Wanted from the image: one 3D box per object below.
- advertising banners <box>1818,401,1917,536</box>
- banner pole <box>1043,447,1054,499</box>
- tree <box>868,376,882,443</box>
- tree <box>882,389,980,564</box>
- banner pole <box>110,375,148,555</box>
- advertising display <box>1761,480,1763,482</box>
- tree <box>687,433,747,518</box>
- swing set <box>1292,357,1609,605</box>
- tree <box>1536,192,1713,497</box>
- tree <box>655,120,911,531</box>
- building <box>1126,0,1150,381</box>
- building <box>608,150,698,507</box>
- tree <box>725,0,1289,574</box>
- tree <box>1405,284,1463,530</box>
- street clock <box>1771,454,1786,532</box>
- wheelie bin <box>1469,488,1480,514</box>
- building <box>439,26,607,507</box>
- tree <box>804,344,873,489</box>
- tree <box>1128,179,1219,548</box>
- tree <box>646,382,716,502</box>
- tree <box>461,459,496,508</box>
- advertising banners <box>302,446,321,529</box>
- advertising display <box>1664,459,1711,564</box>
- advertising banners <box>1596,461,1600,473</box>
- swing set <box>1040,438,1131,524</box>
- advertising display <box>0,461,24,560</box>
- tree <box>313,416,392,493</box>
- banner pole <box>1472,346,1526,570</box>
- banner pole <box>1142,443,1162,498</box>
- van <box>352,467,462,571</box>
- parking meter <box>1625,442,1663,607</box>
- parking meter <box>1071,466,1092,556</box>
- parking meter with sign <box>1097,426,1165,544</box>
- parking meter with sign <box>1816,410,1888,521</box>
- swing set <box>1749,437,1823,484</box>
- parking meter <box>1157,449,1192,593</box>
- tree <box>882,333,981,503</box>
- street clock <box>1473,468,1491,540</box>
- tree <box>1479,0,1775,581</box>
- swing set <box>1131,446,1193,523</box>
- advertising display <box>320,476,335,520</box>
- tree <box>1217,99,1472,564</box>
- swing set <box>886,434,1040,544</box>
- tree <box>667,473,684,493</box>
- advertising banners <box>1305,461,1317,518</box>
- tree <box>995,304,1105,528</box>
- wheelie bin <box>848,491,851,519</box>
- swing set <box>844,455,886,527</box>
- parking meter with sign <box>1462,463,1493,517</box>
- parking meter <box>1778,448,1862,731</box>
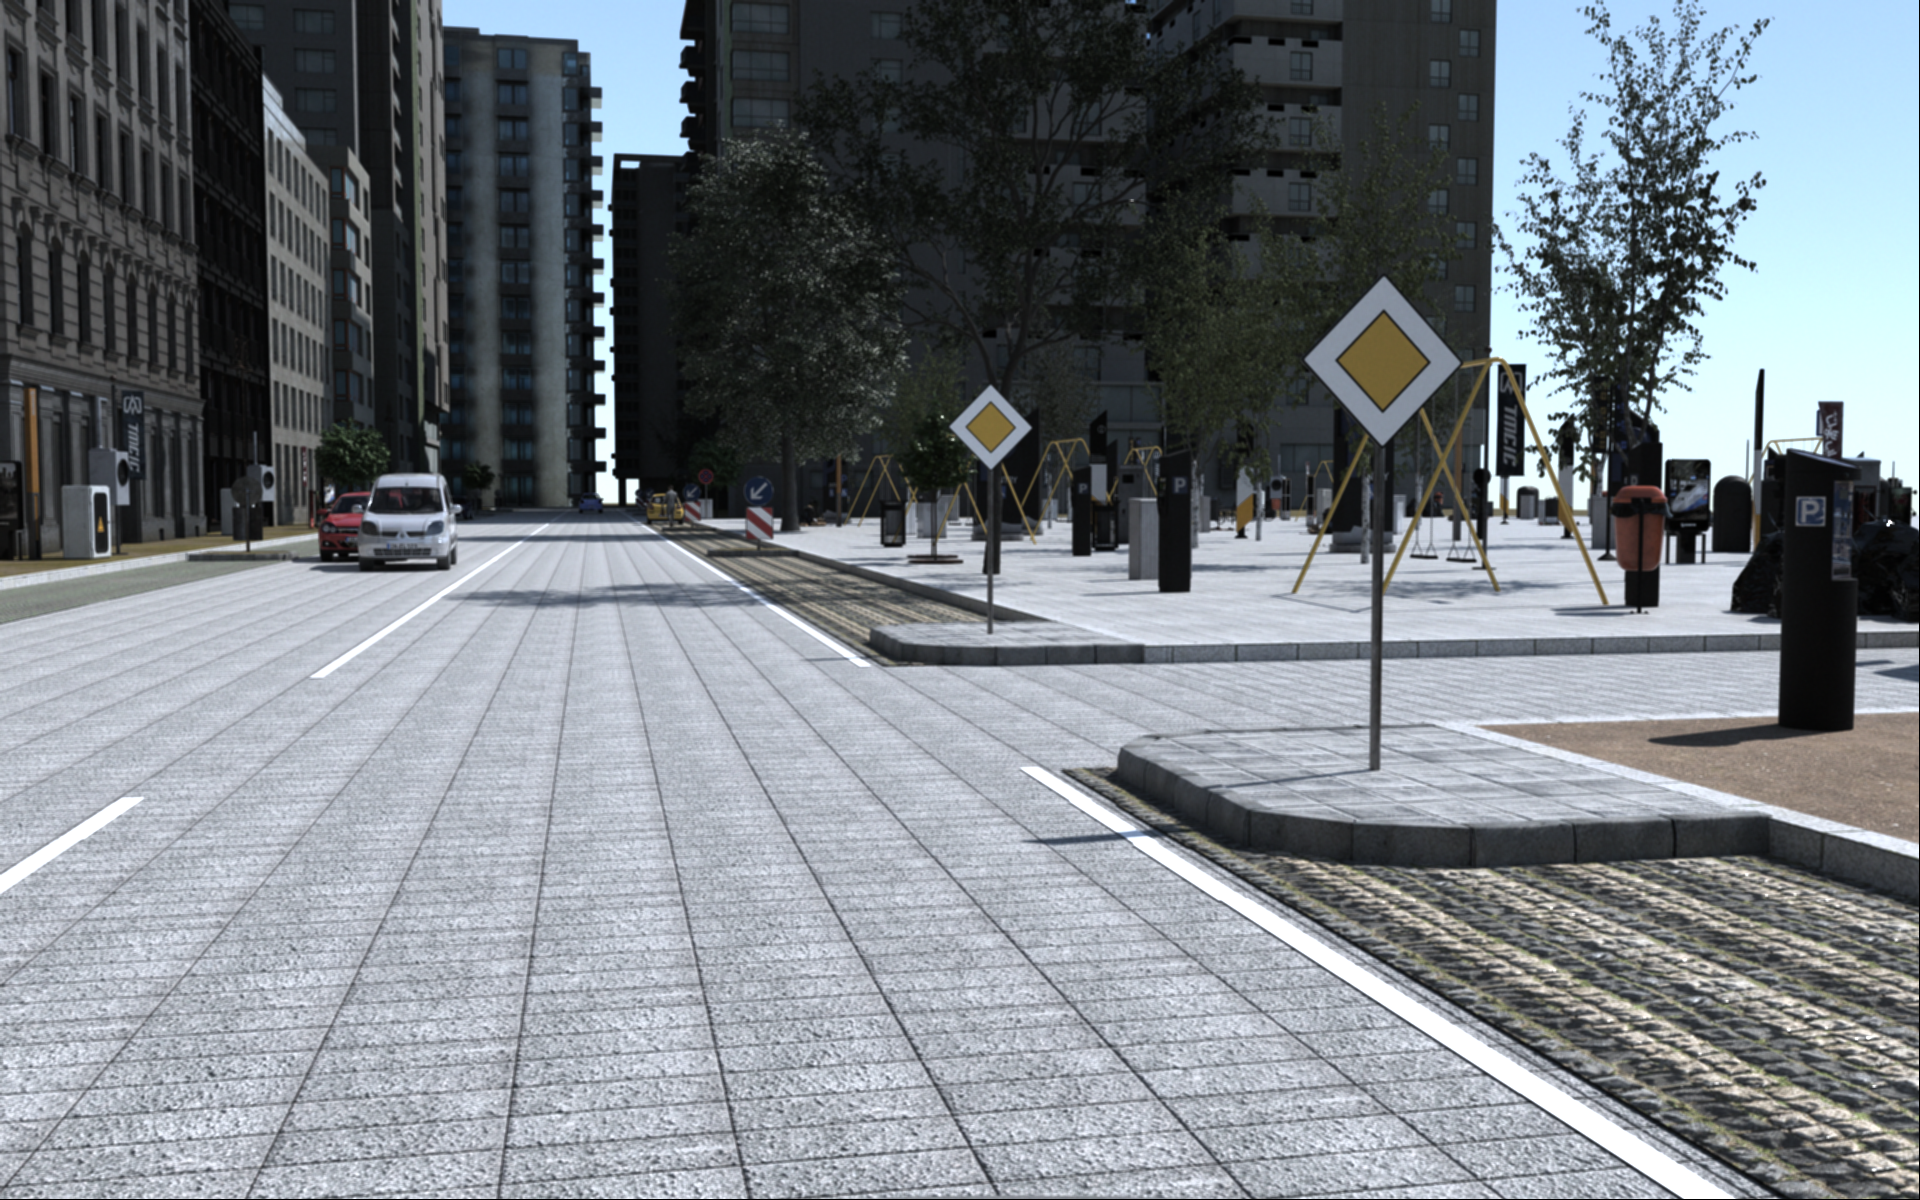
[{"bbox_3d":[17.134,-2.237,32.761,2.074,3.025,0.090,0,4,-8],"label":"advertising banners"},{"bbox_3d":[4.685,-6.154,90.630,0.863,3.779,0.401,-2,4,-24],"label":"banner pole"},{"bbox_3d":[-2.682,-8.346,86.814,4.737,8.622,4.395,0,3,0],"label":"tree"},{"bbox_3d":[-0.569,-2.290,32.044,1.663,3.219,1.824,0,3,0],"label":"tree"},{"bbox_3d":[-17.682,-2.859,36.761,0.401,3.779,0.863,3,5,42],"label":"banner pole"},{"bbox_3d":[37.638,-4.625,80.825,0.974,1.923,0.123,-2,4,-30],"label":"advertising display"},{"bbox_3d":[-12.873,-6.595,91.548,4.285,4.588,4.351,0,3,0],"label":"tree"},{"bbox_3d":[5.901,-1.450,21.321,2.862,2.851,3.119,0,4,-8],"label":"swing set"},{"bbox_3d":[16.241,-5.685,43.313,4.737,8.622,4.395,0,3,0],"label":"tree"},{"bbox_3d":[-5.848,-9.354,59.593,9.857,13.997,8.962,0,3,0],"label":"tree"},{"bbox_3d":[15.827,-53.841,192.967,31.000,86.520,22.319,-1,4,-12],"label":"building"},{"bbox_3d":[-26.179,-30.476,190.161,23.993,40.220,32.217,-1,4,-12],"label":"building"},{"bbox_3d":[0.524,-5.669,27.098,8.767,10.594,7.601,0,4,-7],"label":"tree"},{"bbox_3d":[16.466,-6.778,61.177,4.360,8.622,3.978,0,3,0],"label":"tree"},{"bbox_3d":[14.998,-1.655,31.623,0.358,2.002,0.471,2,4,34],"label":"street clock"},{"bbox_3d":[27.767,-5.218,93.228,0.693,1.594,0.980,0,4,3],"label":"wheelie bin"},{"bbox_3d":[-52.607,-34.294,180.308,30.456,49.044,23.786,-1,4,-12],"label":"building"},{"bbox_3d":[-6.173,-7.970,80.669,4.360,8.622,3.978,0,3,0],"label":"tree"},{"bbox_3d":[5.646,-5.517,40.558,4.737,8.622,4.395,0,3,0],"label":"tree"},{"bbox_3d":[-17.954,-9.891,112.072,4.360,8.622,3.978,0,3,0],"label":"tree"},{"bbox_3d":[-45.220,-10.929,162.401,4.285,4.588,4.351,0,3,0],"label":"tree"},{"bbox_3d":[-24.075,-4.164,64.265,0.090,3.025,2.074,0,4,-4],"label":"advertising banners"},{"bbox_3d":[13.443,-1.640,32.030,0.974,1.923,0.123,-1,4,-21],"label":"advertising display"},{"bbox_3d":[34.076,-5.803,91.074,0.090,3.025,2.074,-1,4,-20],"label":"advertising banners"},{"bbox_3d":[3.032,-3.207,50.062,2.862,2.851,3.119,-1,4,-12],"label":"swing set"},{"bbox_3d":[-18.574,-1.738,33.626,0.974,1.923,0.123,1,4,23],"label":"advertising display"},{"bbox_3d":[-25.485,-5.431,72.511,4.285,4.588,4.351,0,3,0],"label":"tree"},{"bbox_3d":[9.166,-2.407,29.379,0.863,3.779,0.401,0,4,8],"label":"banner pole"},{"bbox_3d":[9.459,-5.771,84.380,0.863,3.779,0.401,-1,4,-9],"label":"banner pole"},{"bbox_3d":[-10.745,-1.638,33.795,2.013,2.044,4.112,-1,4,-14],"label":"van"},{"bbox_3d":[7.814,-0.862,19.807,0.255,1.863,0.399,0,4,-4],"label":"parking meter"},{"bbox_3d":[2.507,-1.845,35.883,0.399,1.863,0.255,0,4,-8],"label":"parking meter"},{"bbox_3d":[4.419,-2.969,44.802,1.738,3.016,0.543,1,4,9],"label":"parking meter with sign"},{"bbox_3d":[18.629,-2.420,35.823,1.738,3.016,0.543,-1,4,-11],"label":"parking meter with sign"},{"bbox_3d":[23.691,-3.138,48.918,2.862,2.851,3.119,0,4,-2],"label":"swing set"},{"bbox_3d":[2.800,-1.036,22.653,0.399,1.863,0.255,-1,4,-21],"label":"parking meter"},{"bbox_3d":[-0.992,-7.663,75.660,4.737,8.622,4.395,0,3,0],"label":"tree"},{"bbox_3d":[14.715,-2.709,48.867,0.358,2.002,0.471,-2,4,-26],"label":"street clock"},{"bbox_3d":[9.892,-4.596,25.503,4.360,8.622,3.978,0,3,0],"label":"tree"},{"bbox_3d":[6.208,-3.692,57.992,2.862,2.851,3.119,-1,4,-9],"label":"swing set"},{"bbox_3d":[-22.859,-3.514,62.665,0.123,1.923,0.974,0,4,3],"label":"advertising display"},{"bbox_3d":[7.247,-4.976,31.725,4.737,8.622,4.395,0,3,0],"label":"tree"},{"bbox_3d":[0.034,-2.893,44.921,2.862,2.851,3.119,-2,4,-23],"label":"swing set"},{"bbox_3d":[-24.538,-9.341,147.321,1.663,3.219,1.824,0,3,0],"label":"tree"},{"bbox_3d":[19.014,-5.927,93.094,0.090,3.025,2.074,3,4,38],"label":"advertising banners"},{"bbox_3d":[3.244,-6.959,64.146,4.360,8.622,3.978,0,3,0],"label":"tree"},{"bbox_3d":[-5.294,-4.275,77.810,0.980,1.594,0.693,2,4,32],"label":"wheelie bin"},{"bbox_3d":[-3.041,-4.412,69.749,2.862,2.851,3.119,-1,4,-15],"label":"swing set"},{"bbox_3d":[29.153,-6.200,97.632,1.738,3.016,0.543,0,4,2],"label":"parking meter with sign"},{"bbox_3d":[4.717,-0.067,9.502,0.372,1.533,0.369,0,3,0],"label":"parking meter"}]
